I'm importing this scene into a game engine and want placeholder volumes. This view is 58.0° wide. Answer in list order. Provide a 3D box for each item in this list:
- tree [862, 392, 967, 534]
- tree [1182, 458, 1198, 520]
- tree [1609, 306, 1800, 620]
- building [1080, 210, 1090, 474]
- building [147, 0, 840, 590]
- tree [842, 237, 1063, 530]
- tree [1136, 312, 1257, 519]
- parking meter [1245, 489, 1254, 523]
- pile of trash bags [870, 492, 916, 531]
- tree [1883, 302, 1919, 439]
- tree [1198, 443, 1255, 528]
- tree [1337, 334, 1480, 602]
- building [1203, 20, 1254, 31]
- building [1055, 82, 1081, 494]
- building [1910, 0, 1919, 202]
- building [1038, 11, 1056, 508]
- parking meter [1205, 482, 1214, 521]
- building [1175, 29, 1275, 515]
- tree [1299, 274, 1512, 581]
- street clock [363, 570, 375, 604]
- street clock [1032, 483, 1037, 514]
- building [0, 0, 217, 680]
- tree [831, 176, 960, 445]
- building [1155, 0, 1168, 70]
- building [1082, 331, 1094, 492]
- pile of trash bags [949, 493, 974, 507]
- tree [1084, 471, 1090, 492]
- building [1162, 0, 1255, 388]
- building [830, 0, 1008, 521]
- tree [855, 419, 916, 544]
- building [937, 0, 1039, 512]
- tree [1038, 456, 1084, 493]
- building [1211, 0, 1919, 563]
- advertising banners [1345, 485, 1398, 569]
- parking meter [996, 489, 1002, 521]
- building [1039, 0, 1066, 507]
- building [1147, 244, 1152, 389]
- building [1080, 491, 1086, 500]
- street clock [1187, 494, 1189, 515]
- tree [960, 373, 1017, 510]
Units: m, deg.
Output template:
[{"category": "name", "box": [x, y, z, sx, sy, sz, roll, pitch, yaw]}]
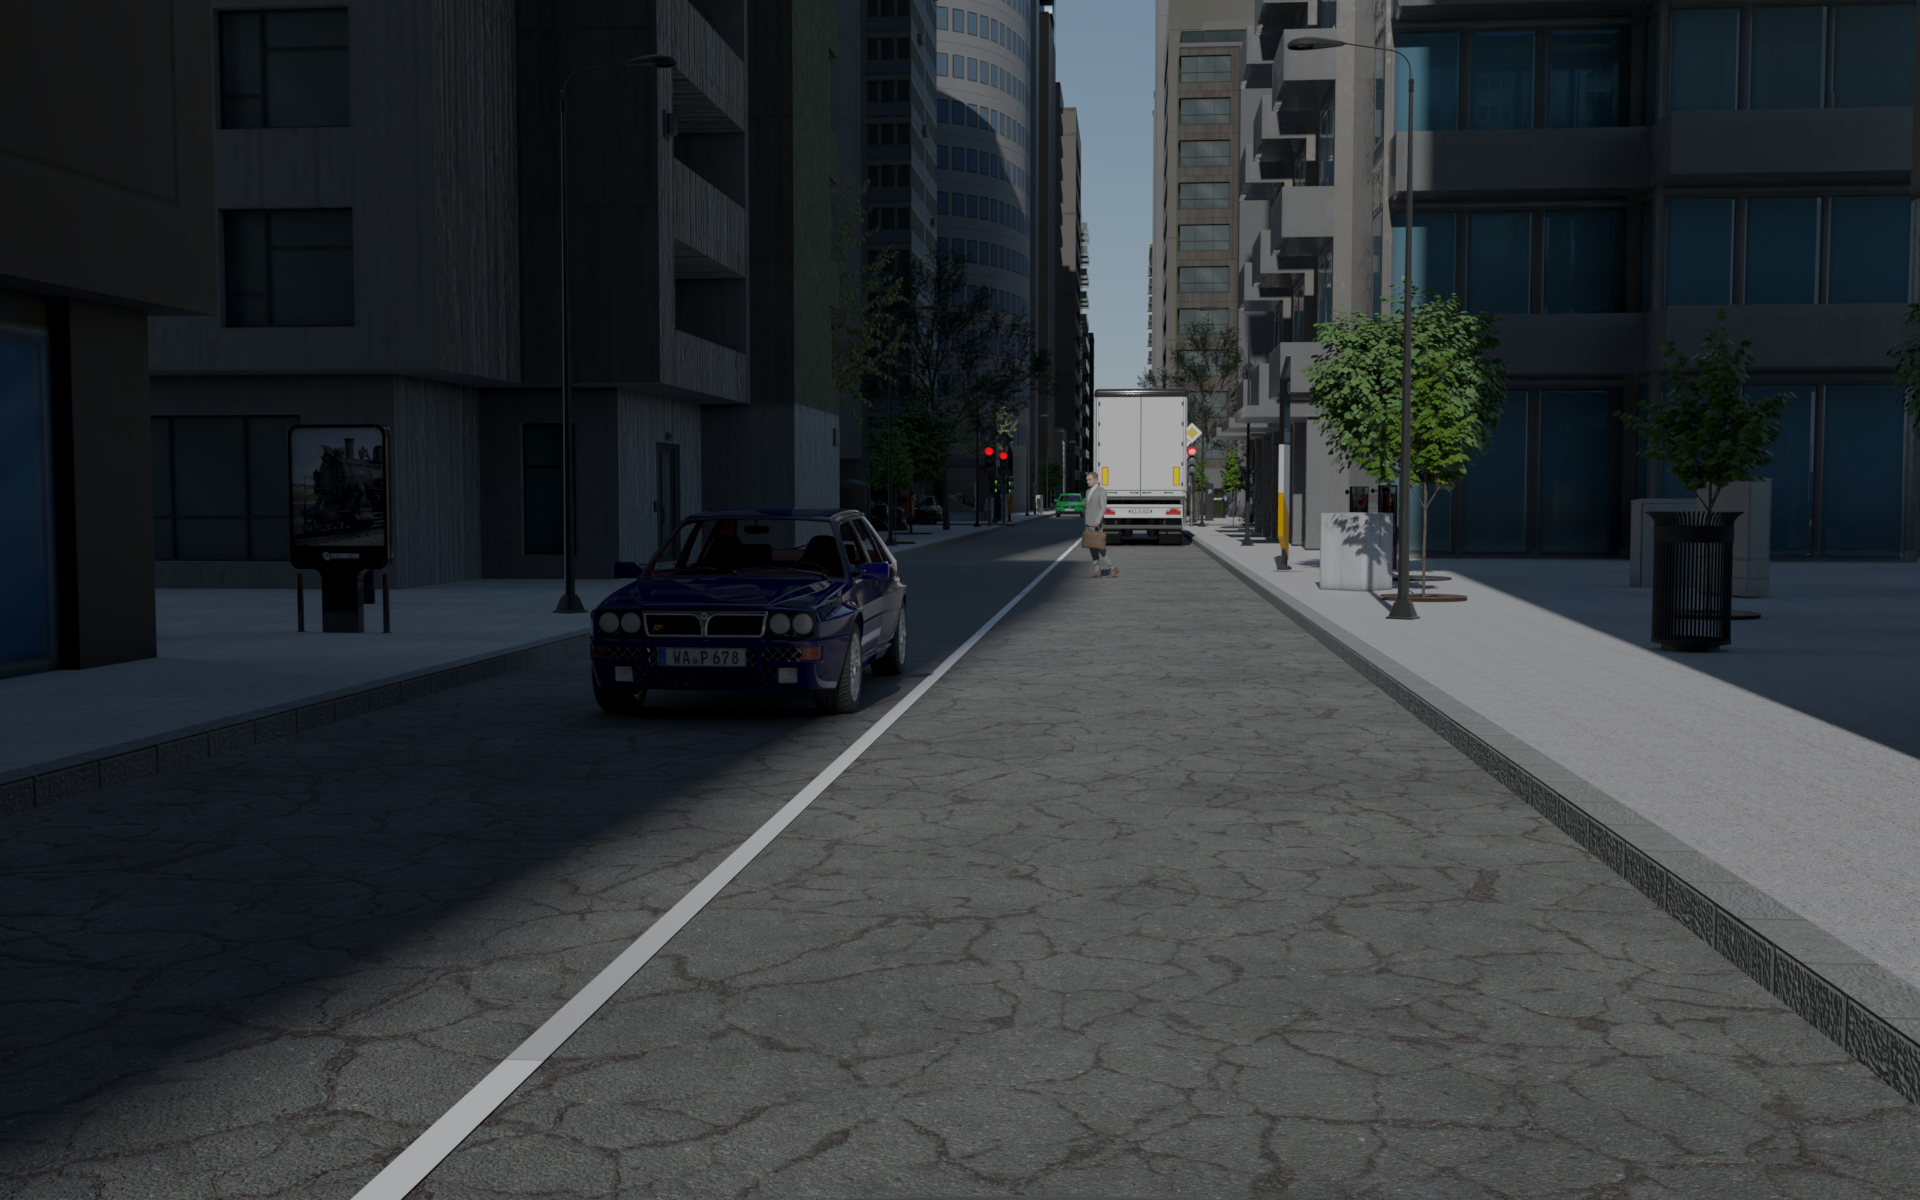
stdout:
[{"category": "tree", "box": [-1.494, -4.396, 55.583, 4.285, 4.588, 4.351, 0, 3, 0]}, {"category": "tree", "box": [11.704, -5.503, 84.575, 1.663, 3.219, 1.824, 0, 3, 0]}, {"category": "tree", "box": [7.830, -1.423, 17.876, 1.663, 3.219, 1.824, 0, 3, 0]}, {"category": "building", "box": [9.274, -40.159, 276.203, 23.786, 49.044, 30.456, 0, 4, 6]}, {"category": "building", "box": [-10.125, -15.710, 28.553, 14.160, 30.474, 14.107, 0, 4, 6]}, {"category": "tree", "box": [-0.407, -7.811, 62.129, 8.767, 10.594, 7.601, 1, 4, 9]}, {"category": "tree", "box": [12.322, -9.508, 89.867, 8.767, 10.594, 7.601, 0, 4, 6]}, {"category": "parking meter", "box": [12.752, -4.154, 76.324, 0.372, 1.533, 0.369, 0, 3, 0]}, {"category": "pile of trash bags", "box": [-2.614, -3.139, 61.082, 1.912, 1.369, 3.447, 2, 4, 31]}, {"category": "tree", "box": [13.692, -2.351, 22.159, 4.285, 4.588, 4.351, 0, 3, 0]}, {"category": "tree", "box": [10.207, -4.295, 64.828, 1.663, 3.219, 1.824, 0, 3, 0]}, {"category": "tree", "box": [5.688, -1.617, 21.046, 1.663, 3.219, 1.824, 0, 3, 0]}, {"category": "building", "box": [31.176, -27.242, 137.291, 32.217, 40.220, 23.993, 0, 4, 6]}, {"category": "building", "box": [3.563, -35.782, 208.735, 21.300, 48.544, 21.600, 0, 4, 6]}, {"category": "building", "box": [40.879, -22.735, 55.310, 14.086, 41.232, 14.154, 0, 4, 6]}, {"category": "building", "box": [1.577, -31.185, 159.986, 14.600, 45.320, 14.200, 0, 4, 6]}, {"category": "parking meter", "box": [11.942, -4.717, 82.834, 0.399, 1.863, 0.255, 0, 4, -5]}, {"category": "building", "box": [20.900, -20.780, 111.462, 14.160, 30.474, 14.107, 0, 4, 6]}, {"category": "tree", "box": [6.739, -2.591, 26.070, 4.285, 4.588, 4.351, 0, 3, 0]}, {"category": "street clock", "box": [-6.948, -0.956, 20.208, 0.471, 2.002, 0.358, -1, 4, -13]}, {"category": "street clock", "box": [4.729, -6.405, 109.288, 0.358, 2.002, 0.471, 0, 4, 4]}, {"category": "building", "box": [-13.481, -21.780, 6.210, 14.600, 45.320, 14.200, 0, 4, 6]}, {"category": "tree", "box": [-3.223, -5.413, 38.869, 4.737, 8.622, 4.395, 0, 3, 0]}, {"category": "building", "box": [31.511, -39.452, 187.042, 21.231, 58.520, 28.212, 0, 4, 6]}, {"category": "building", "box": [15.969, -32.246, 298.923, 14.160, 30.474, 14.107, 0, 4, 6]}, {"category": "pile of trash bags", "box": [-0.064, -6.083, 109.207, 1.912, 1.369, 3.447, 0, 4, -2]}, {"category": "tree", "box": [15.487, -14.699, 224.040, 4.285, 4.588, 4.351, 0, 3, 0]}, {"category": "building", "box": [29.932, -32.950, 162.441, 21.300, 48.544, 21.600, 0, 4, 6]}, {"category": "building", "box": [-14.060, -24.303, 89.242, 32.217, 40.220, 23.993, 0, 4, 6]}, {"category": "tree", "box": [-1.617, -3.067, 44.749, 1.663, 3.219, 1.824, 0, 3, 0]}, {"category": "building", "box": [-5.496, -35.708, 125.827, 21.231, 58.520, 28.212, 0, 4, 6]}, {"category": "tree", "box": [7.336, -9.944, 146.295, 4.285, 4.588, 4.351, 0, 3, 0]}, {"category": "building", "box": [19.082, -26.014, 44.930, 23.786, 49.044, 30.456, 0, 4, 6]}, {"category": "advertising banners", "box": [7.243, -2.031, 29.390, 2.074, 3.025, 0.090, -3, 4, -38]}, {"category": "parking meter", "box": [1.798, -4.504, 82.053, 0.372, 1.533, 0.369, 0, 3, 0]}, {"category": "building", "box": [0.290, -53.141, 181.519, 22.319, 86.520, 31.000, 0, 4, 6]}, {"category": "building", "box": [42.874, -39.086, 293.683, 22.147, 44.769, 28.867, 0, 4, 6]}, {"category": "building", "box": [1.982, -34.098, 249.380, 32.217, 40.220, 23.993, 0, 4, 6]}, {"category": "street clock", "box": [13.831, -6.122, 104.662, 0.471, 2.002, 0.358, 2, 4, 34]}, {"category": "tree", "box": [1.094, -9.383, 103.768, 4.737, 8.622, 4.395, 0, 3, 0]}]
